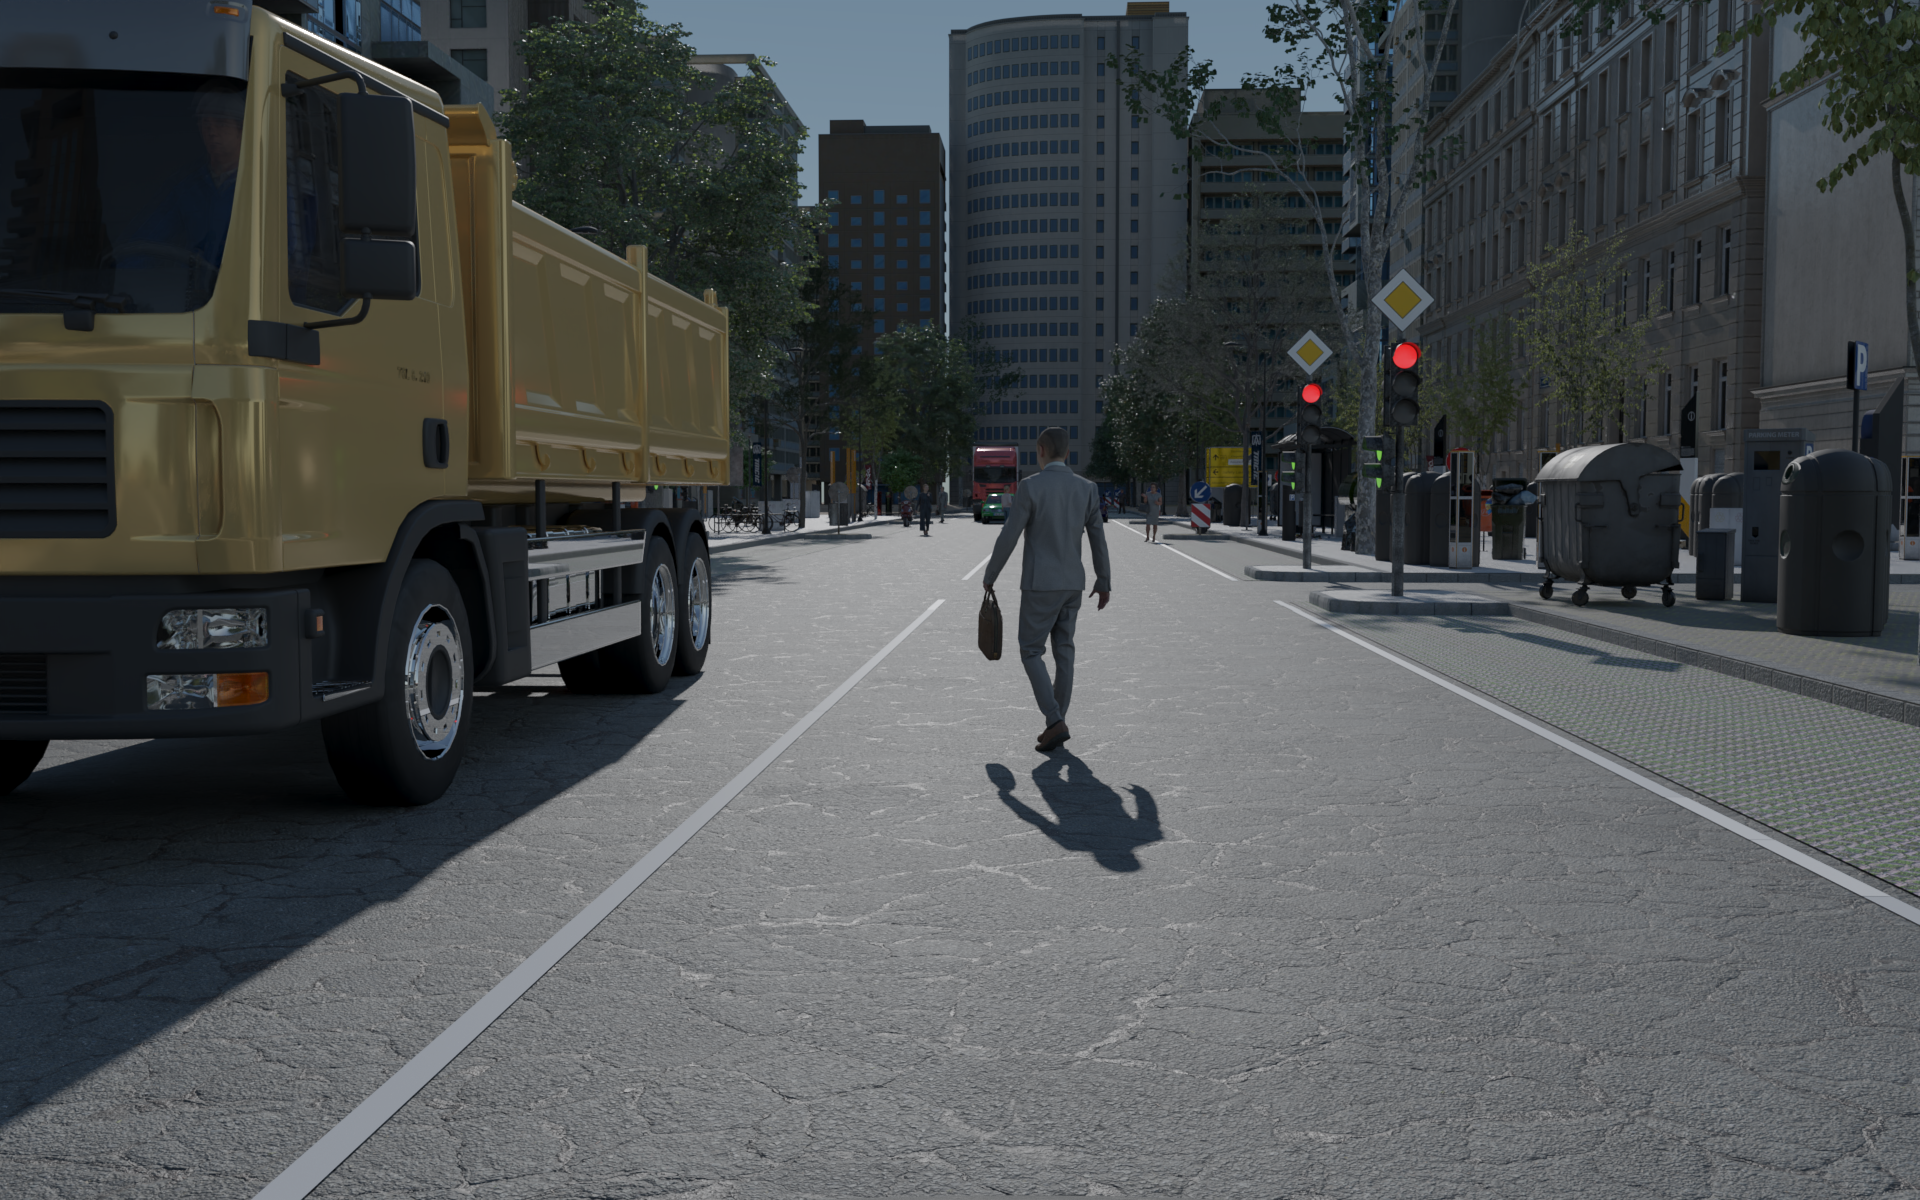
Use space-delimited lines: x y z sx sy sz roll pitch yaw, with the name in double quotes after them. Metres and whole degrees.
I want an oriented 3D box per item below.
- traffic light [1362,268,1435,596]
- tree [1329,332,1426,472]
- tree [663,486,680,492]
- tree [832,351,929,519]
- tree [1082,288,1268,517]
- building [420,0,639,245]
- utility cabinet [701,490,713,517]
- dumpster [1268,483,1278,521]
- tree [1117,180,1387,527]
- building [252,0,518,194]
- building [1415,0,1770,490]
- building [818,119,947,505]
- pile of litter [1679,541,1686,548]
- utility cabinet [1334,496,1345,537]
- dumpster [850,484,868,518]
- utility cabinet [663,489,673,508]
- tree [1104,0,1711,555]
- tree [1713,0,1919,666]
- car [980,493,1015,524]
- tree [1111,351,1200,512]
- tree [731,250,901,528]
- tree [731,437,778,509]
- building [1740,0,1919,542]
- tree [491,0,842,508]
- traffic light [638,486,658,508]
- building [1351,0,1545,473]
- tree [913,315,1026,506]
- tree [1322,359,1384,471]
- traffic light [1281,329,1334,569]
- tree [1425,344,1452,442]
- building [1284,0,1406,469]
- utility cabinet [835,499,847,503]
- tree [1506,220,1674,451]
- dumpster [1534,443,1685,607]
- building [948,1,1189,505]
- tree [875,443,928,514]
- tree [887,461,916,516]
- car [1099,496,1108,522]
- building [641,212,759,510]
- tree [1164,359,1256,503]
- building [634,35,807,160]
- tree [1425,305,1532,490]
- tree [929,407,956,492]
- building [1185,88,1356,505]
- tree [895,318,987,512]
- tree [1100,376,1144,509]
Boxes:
5.486 -2.004 21.681 0.839 4.253 0.868 0 4 3 "traffic light"
18.422 -7.736 76.846 4.360 8.622 3.978 0 3 0 "tree"
-15.132 -6.313 86.931 4.285 4.588 4.351 0 3 0 "tree"
-4.462 -8.515 89.589 4.737 8.622 4.395 0 3 0 "tree"
12.428 -11.003 96.914 9.611 12.733 9.660 0 3 0 "tree"
-25.333 -19.493 90.413 14.160 30.474 14.107 0 4 3 "building"
-13.972 -5.326 95.765 0.318 1.500 1.173 -2 4 -26 "utility cabinet"
15.665 -4.776 83.839 1.264 1.857 1.865 0 4 3 "dumpster"
11.209 -9.585 67.083 12.009 13.543 11.850 0 3 0 "tree"
-29.206 -45.609 58.378 22.319 86.520 31.000 0 4 3 "building"
32.464 -17.938 90.557 12.463 27.353 25.104 0 4 3 "building"
-9.088 -34.257 210.217 14.200 45.320 14.600 0 4 3 "building"
17.048 -1.702 41.801 1.176 0.858 1.719 3 4 37 "pile of litter"
11.629 -2.454 51.283 1.020 1.237 0.306 0 4 -3 "utility cabinet"
-5.768 -5.447 94.825 1.264 1.857 1.865 0 4 3 "dumpster"
-12.438 -3.844 71.533 1.173 1.500 0.318 2 4 24 "utility cabinet"
9.509 -11.109 37.520 12.611 20.169 13.585 0 3 0 "tree"
7.233 -3.796 12.427 4.737 8.622 4.395 0 3 0 "tree"
2.002 -4.592 83.869 1.959 1.807 4.718 0 4 4 "car"
14.310 -12.385 120.616 7.486 12.596 7.792 0 3 0 "tree"
-5.693 -8.020 65.539 7.601 10.594 8.767 -2 4 -28 "tree"
-12.190 -7.101 99.820 4.285 4.588 4.351 0 3 0 "tree"
32.875 -11.154 46.995 19.286 19.102 10.561 0 4 3 "building"
-7.872 -8.392 43.869 9.857 13.997 8.962 0 3 0 "tree"
-5.548 -2.531 30.297 0.839 4.253 0.868 0 4 3 "traffic light"
43.393 -26.197 120.204 32.217 40.220 23.993 0 4 3 "building"
1.270 -19.887 181.034 12.611 20.169 13.585 0 3 0 "tree"
21.321 -8.751 93.446 4.737 8.622 4.395 0 3 0 "tree"
5.945 -2.491 29.653 0.839 4.253 0.868 0 4 3 "traffic light"
21.166 -8.055 82.058 4.360 8.622 3.978 0 3 0 "tree"
41.093 -51.011 146.701 22.319 86.520 31.000 0 4 3 "building"
-5.947 -4.660 87.357 0.306 1.237 1.020 2 4 32 "utility cabinet"
17.085 -5.937 47.432 4.360 8.622 3.978 0 3 0 "tree"
7.625 -0.893 20.365 1.264 1.857 1.865 0 4 3 "dumpster"
12.911 -40.986 212.126 28.212 58.520 21.231 0 4 3 "building"
-3.750 -7.783 110.961 4.285 4.588 4.351 0 3 0 "tree"
-3.576 -6.498 100.842 1.663 3.219 1.824 0 3 0 "tree"
6.691 -4.687 89.220 1.945 1.354 3.894 0 4 1 "car"
-30.422 -16.917 121.626 27.650 21.520 28.899 0 4 3 "building"
12.361 -8.300 86.068 4.737 8.622 4.395 0 3 0 "tree"
-26.694 -28.187 152.737 23.993 40.220 32.217 0 4 3 "building"
20.543 -7.197 68.038 4.737 8.622 4.395 0 3 0 "tree"
-1.770 -11.619 140.325 4.737 8.622 4.395 0 3 0 "tree"
37.927 -35.882 210.373 21.600 48.544 21.300 0 4 3 "building"
-2.699 -13.309 124.258 9.857 13.997 8.962 0 3 0 "tree"
15.965 -13.873 152.579 9.928 11.665 9.643 0 3 0 "tree"
